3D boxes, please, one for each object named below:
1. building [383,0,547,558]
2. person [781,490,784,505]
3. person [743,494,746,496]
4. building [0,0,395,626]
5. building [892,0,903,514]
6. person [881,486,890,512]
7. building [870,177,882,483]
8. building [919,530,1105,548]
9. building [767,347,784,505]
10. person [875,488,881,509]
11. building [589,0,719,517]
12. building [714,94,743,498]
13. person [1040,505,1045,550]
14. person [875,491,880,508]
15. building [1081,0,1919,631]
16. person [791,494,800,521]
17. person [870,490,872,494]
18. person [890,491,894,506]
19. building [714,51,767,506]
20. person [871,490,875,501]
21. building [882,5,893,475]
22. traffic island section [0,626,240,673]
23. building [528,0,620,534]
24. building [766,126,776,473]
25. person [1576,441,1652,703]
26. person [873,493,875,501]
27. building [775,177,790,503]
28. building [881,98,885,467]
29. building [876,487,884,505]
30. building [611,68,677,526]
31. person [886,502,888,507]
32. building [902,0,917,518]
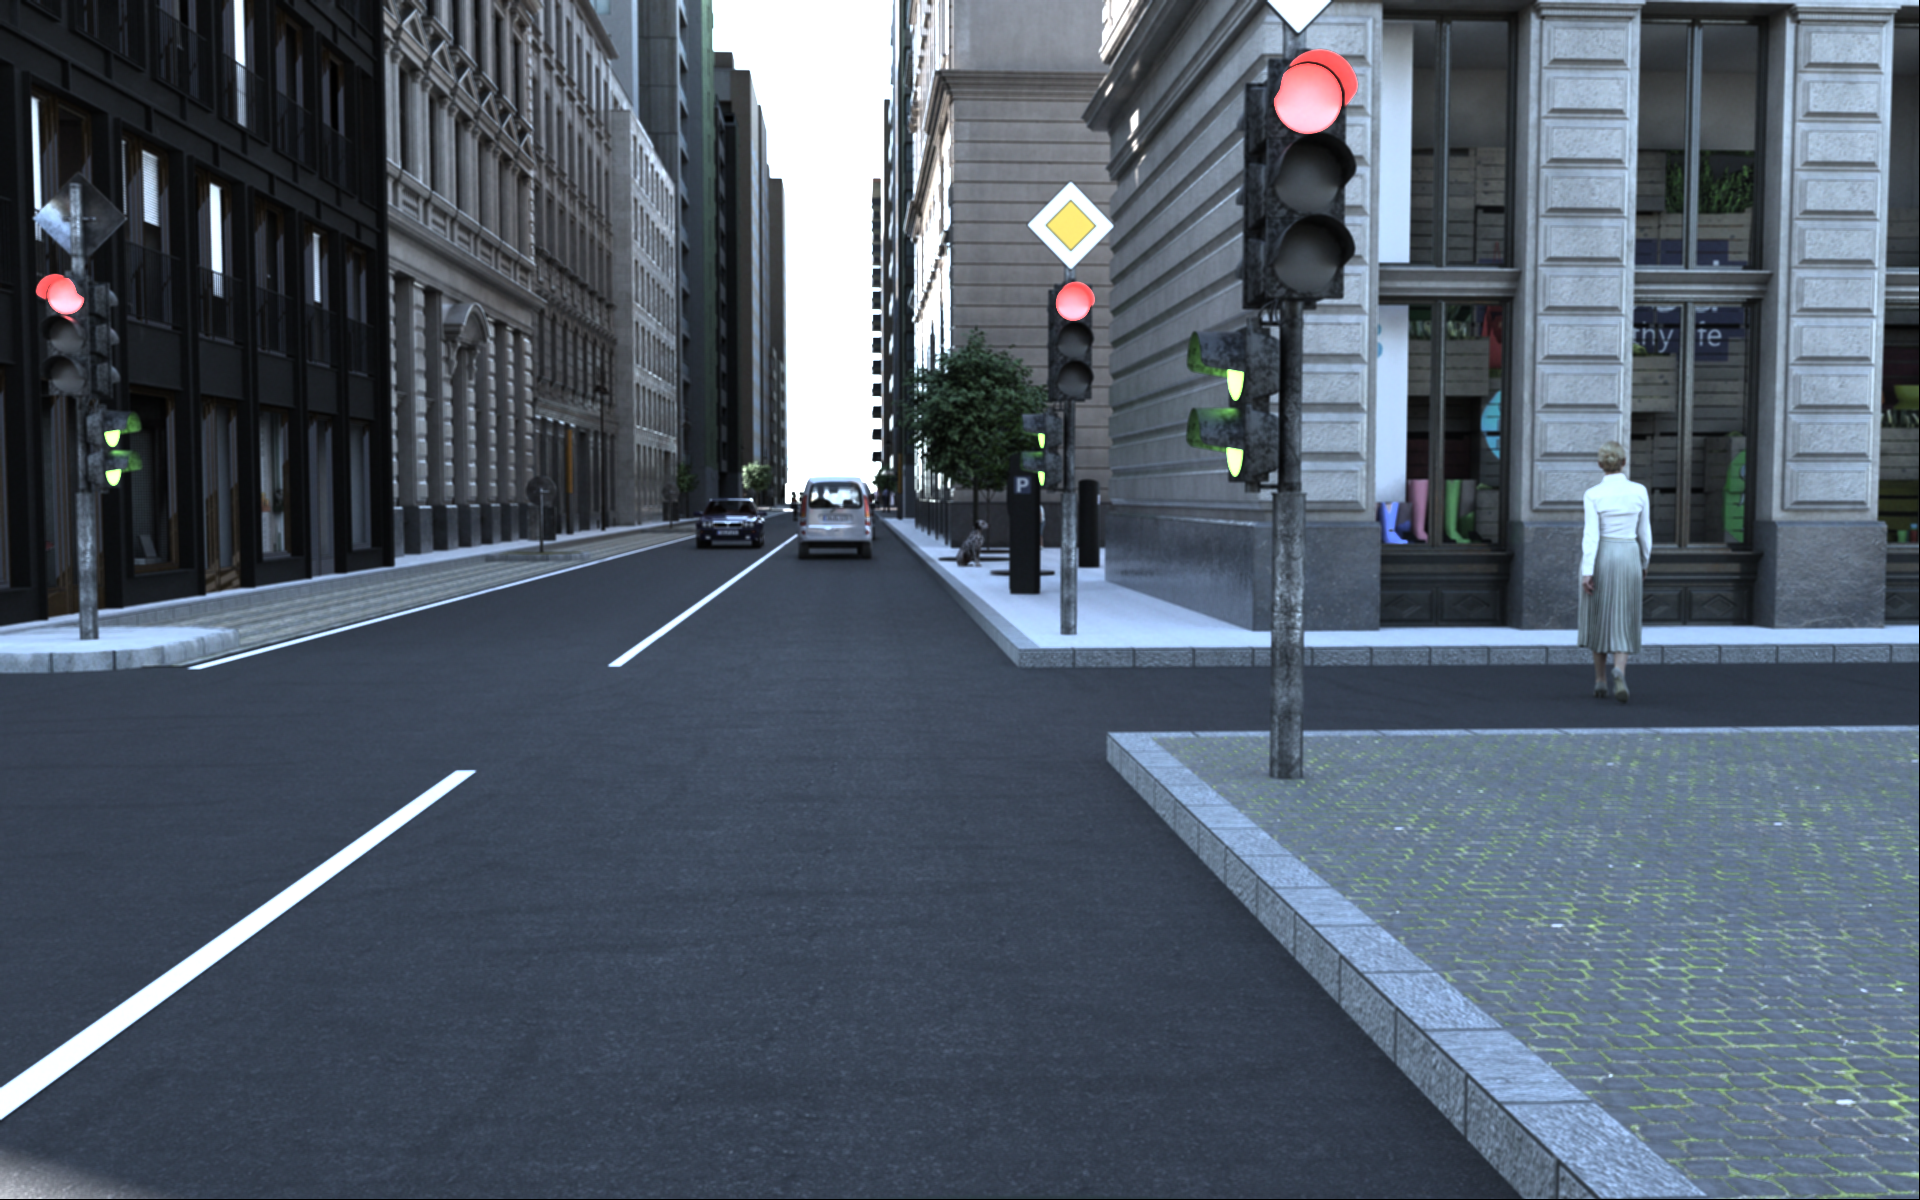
[{"bbox_3d":[-16.520,-12.918,40.095,11.050,23.489,19.941,0,4,-3],"label":"building"},{"bbox_3d":[-21.451,-12.402,208.845,0.705,1.821,1.348,0,4,-1],"label":"person"},{"bbox_3d":[-19.737,-9.196,156.930,0.617,1.759,0.750,3,5,39],"label":"person"},{"bbox_3d":[-15.670,-11.746,21.717,12.332,23.373,15.834,0,4,-3],"label":"building"},{"bbox_3d":[2.064,-29.267,128.627,14.600,45.320,14.200,0,4,-3],"label":"building"},{"bbox_3d":[-5.315,-7.181,123.322,0.709,1.838,0.599,-2,4,-33],"label":"person"},{"bbox_3d":[-1.118,-35.532,235.579,22.147,44.769,28.867,0,4,-3],"label":"building"},{"bbox_3d":[4.672,-15.628,52.788,12.463,27.353,25.104,0,4,-3],"label":"building"},{"bbox_3d":[-36.549,-22.725,216.593,27.650,21.520,28.899,0,4,-3],"label":"building"},{"bbox_3d":[-7.019,-8.771,149.325,0.599,1.838,0.709,1,4,16],"label":"person"},{"bbox_3d":[-23.216,-26.130,110.821,14.154,41.232,14.086,0,4,-3],"label":"building"},{"bbox_3d":[-23.328,-21.623,125.239,14.160,30.474,14.107,0,4,-3],"label":"building"},{"bbox_3d":[1.799,-1.785,39.912,0.352,1.250,0.332,3,5,42],"label":"person"},{"bbox_3d":[-7.302,-8.939,153.108,0.541,1.710,0.530,-1,4,-23],"label":"person"},{"bbox_3d":[11.662,-11.737,20.781,19.941,23.489,11.050,0,4,-3],"label":"building"},{"bbox_3d":[-8.875,-5.004,93.578,0.557,1.426,1.065,-3,5,-41],"label":"person"},{"bbox_3d":[-11.173,-12.956,218.586,0.721,1.735,1.217,-1,4,-9],"label":"person"},{"bbox_3d":[-7.045,-10.614,180.245,0.621,1.740,0.551,-1,4,-16],"label":"person"},{"bbox_3d":[-28.067,-32.377,179.475,14.600,45.320,14.200,0,4,-3],"label":"building"},{"bbox_3d":[-9.859,-11.698,197.857,0.990,1.755,0.434,2,4,28],"label":"person"},{"bbox_3d":[5.142,-32.503,151.029,23.786,49.044,30.456,0,4,-3],"label":"building"},{"bbox_3d":[-7.711,0.427,15.306,2.009,0.180,2.903,0,4,-3],"label":"traffic island section"},{"bbox_3d":[-17.761,-12.862,59.450,9.793,20.994,18.267,0,4,-3],"label":"building"},{"bbox_3d":[-28.768,-33.314,194.791,14.600,45.320,14.200,0,4,-3],"label":"building"},{"bbox_3d":[4.525,-0.198,11.967,0.478,1.798,0.641,1,4,19],"label":"person"},{"bbox_3d":[-9.503,-11.566,196.083,0.756,1.711,0.436,0,4,-4],"label":"person"},{"bbox_3d":[-30.894,-35.964,238.126,14.600,45.320,14.200,0,4,-3],"label":"building"},{"bbox_3d":[-1.696,-33.198,192.904,14.600,45.320,14.200,0,4,-3],"label":"building"},{"bbox_3d":[0.138,-47.179,209.631,20.563,71.187,20.611,0,4,-3],"label":"building"},{"bbox_3d":[-18.734,-13.592,76.975,10.420,20.320,16.860,0,4,-3],"label":"building"},{"bbox_3d":[-7.116,-9.920,168.108,0.599,1.838,0.709,-3,5,-41],"label":"person"},{"bbox_3d":[3.605,-20.110,100.494,14.160,30.474,14.107,0,4,-3],"label":"building"}]
